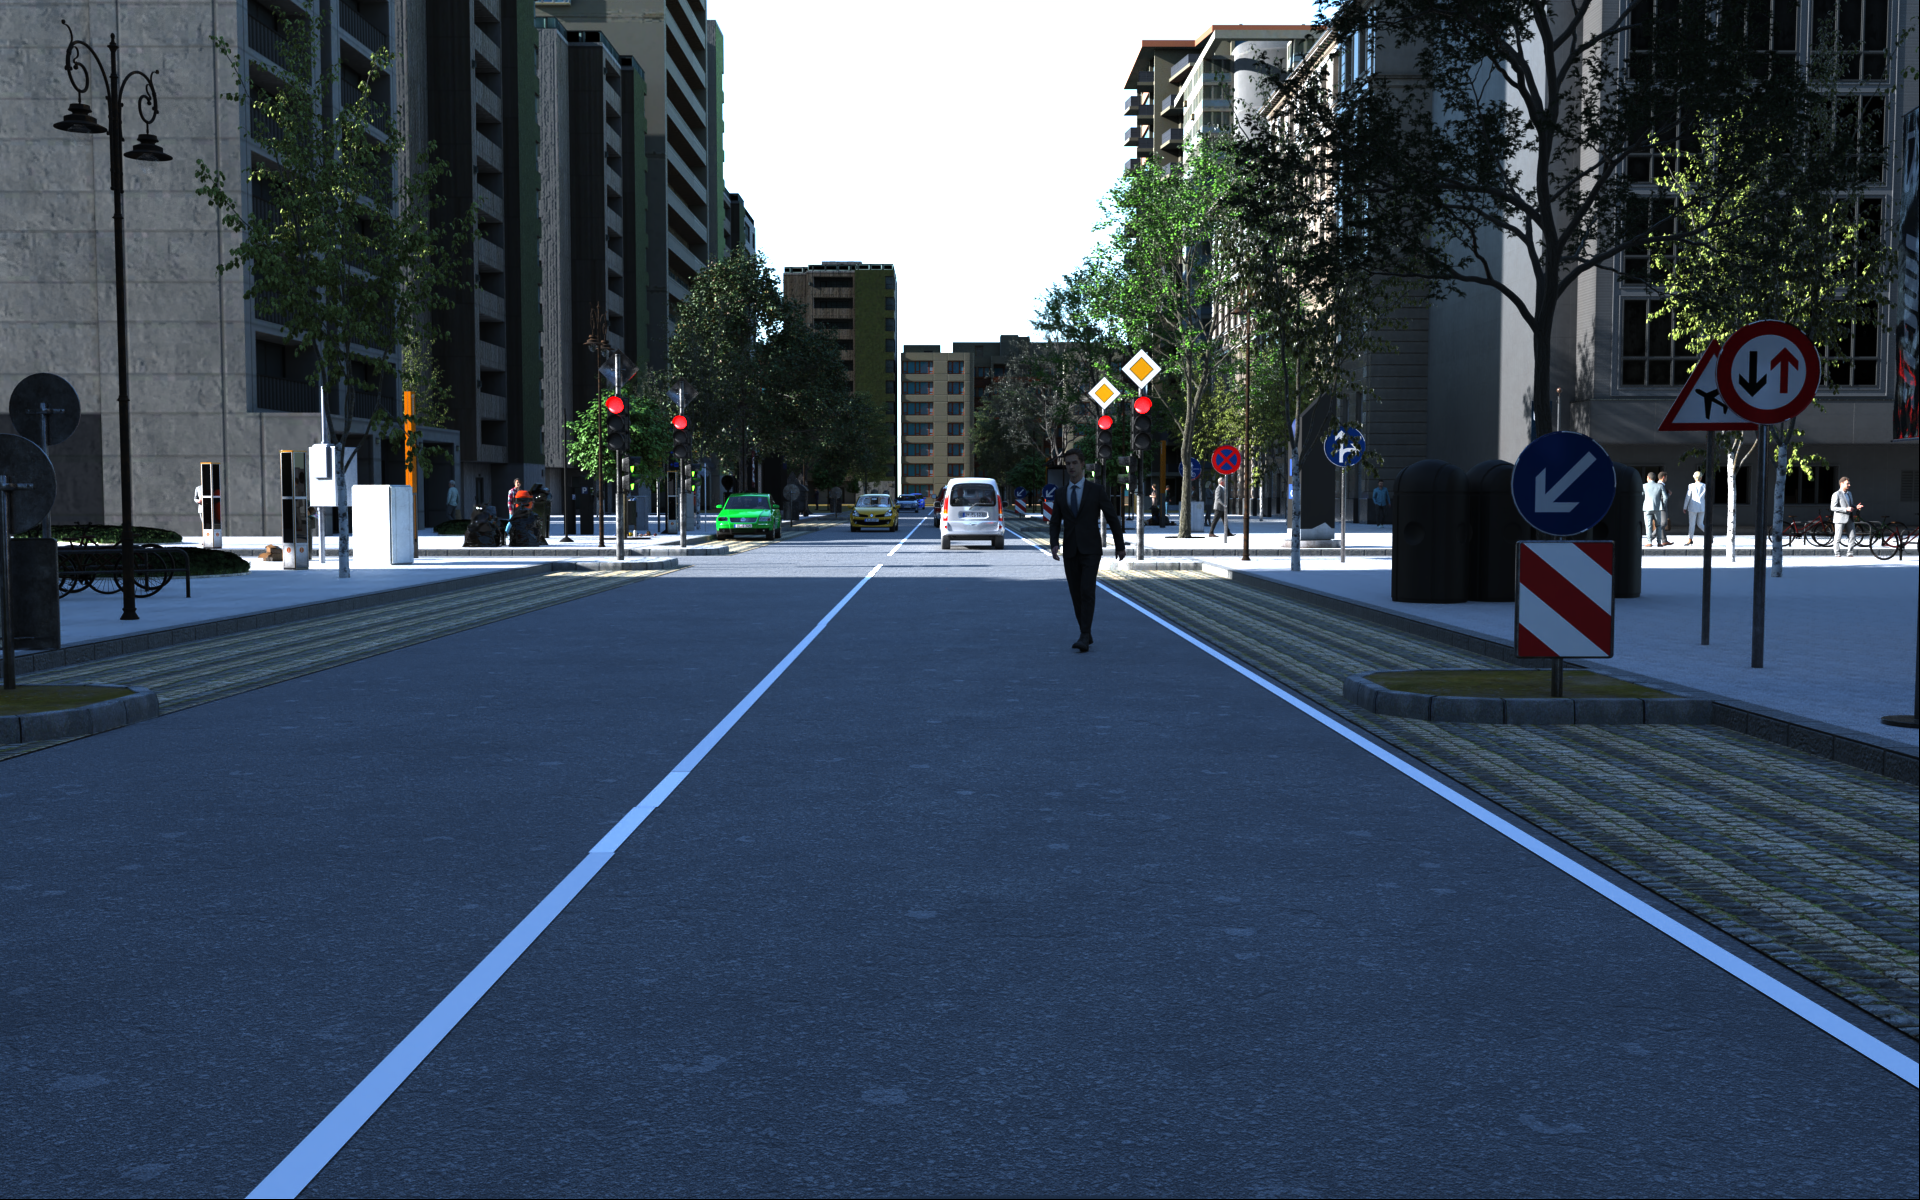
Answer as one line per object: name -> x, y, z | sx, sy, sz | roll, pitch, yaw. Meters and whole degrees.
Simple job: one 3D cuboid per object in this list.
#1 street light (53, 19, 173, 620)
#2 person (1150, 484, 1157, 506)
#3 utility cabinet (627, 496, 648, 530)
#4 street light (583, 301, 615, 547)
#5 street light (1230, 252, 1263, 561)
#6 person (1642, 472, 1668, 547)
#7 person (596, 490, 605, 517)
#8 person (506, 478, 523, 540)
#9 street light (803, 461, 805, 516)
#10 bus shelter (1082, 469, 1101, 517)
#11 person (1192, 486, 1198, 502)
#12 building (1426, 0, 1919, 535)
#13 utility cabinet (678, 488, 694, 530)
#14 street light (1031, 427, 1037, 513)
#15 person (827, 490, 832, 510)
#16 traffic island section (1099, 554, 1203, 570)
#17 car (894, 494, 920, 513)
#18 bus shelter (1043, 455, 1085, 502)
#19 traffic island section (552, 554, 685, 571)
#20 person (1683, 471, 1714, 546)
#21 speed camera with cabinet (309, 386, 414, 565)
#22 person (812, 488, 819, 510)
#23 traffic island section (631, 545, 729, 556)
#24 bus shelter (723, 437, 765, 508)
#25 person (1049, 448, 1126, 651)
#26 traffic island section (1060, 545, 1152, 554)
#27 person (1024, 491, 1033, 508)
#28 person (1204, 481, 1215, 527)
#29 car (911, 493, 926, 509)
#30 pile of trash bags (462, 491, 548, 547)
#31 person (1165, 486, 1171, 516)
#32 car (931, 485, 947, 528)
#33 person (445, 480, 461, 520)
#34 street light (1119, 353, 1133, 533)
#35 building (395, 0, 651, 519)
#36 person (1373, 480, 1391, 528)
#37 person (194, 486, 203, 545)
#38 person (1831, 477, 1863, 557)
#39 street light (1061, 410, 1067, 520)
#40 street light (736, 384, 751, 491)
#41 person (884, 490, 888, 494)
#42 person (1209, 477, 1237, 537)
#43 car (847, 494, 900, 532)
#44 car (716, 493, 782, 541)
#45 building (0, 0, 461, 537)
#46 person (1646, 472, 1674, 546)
street light -> -8.497, -2.737, 17.545 | 0.468, 5.910, 1.993 | 0, 4, 0
person -> 9.427, -4.769, 84.360 | 0.374, 1.781, 0.599 | 1, 4, 9
utility cabinet -> -11.562, -3.067, 61.315 | 1.020, 1.237, 0.306 | 1, 4, 17
street light -> -8.666, -4.216, 41.718 | 0.468, 5.910, 1.993 | 0, 4, 0
street light -> 5.517, -3.697, 33.233 | 0.468, 5.910, 1.993 | 0, 4, 0
person -> 16.818, -2.197, 42.059 | 0.635, 1.810, 0.391 | 0, 4, 4
person -> -19.856, -5.455, 95.788 | 0.519, 1.759, 0.362 | 0, 4, 5
person -> -12.415, -2.538, 48.381 | 0.643, 1.720, 0.563 | 2, 4, 31
street light -> -9.049, -7.813, 100.526 | 0.468, 5.910, 1.993 | 0, 4, 0
bus shelter -> 7.660, -7.161, 94.708 | 2.179, 5.291, 8.768 | 0, 4, 0
person -> 12.933, -5.474, 96.088 | 0.362, 1.759, 0.519 | -2, 4, -33
building -> 29.693, -16.198, 58.346 | 24.014, 27.812, 14.314 | 0, 4, 0
utility cabinet -> -9.619, -3.176, 60.600 | 0.318, 1.500, 1.173 | -2, 4, -28
street light -> 4.966, -8.782, 116.376 | 0.468, 5.910, 1.993 | 0, 4, 0
person -> -10.773, -8.298, 142.499 | 0.721, 1.735, 1.217 | -1, 4, -18
traffic island section -> 3.524, -0.698, 33.698 | 2.009, 0.180, 2.903 | 0, 4, 0
car -> -4.093, -7.447, 133.755 | 2.014, 1.417, 4.499 | 0, 4, -2
bus shelter -> 5.457, -5.928, 90.850 | 2.014, 3.302, 5.546 | 0, 4, 0
traffic island section -> -6.617, -0.695, 33.637 | 2.009, 0.180, 2.903 | 0, 4, 0
person -> 18.270, -2.257, 42.817 | 0.514, 1.842, 0.818 | -2, 4, -24
speed camera with cabinet -> -10.981, -2.288, 31.749 | 2.038, 3.252, 0.660 | 2, 4, 27
person -> -11.636, -8.125, 139.339 | 0.568, 1.767, 0.683 | -1, 4, -14
traffic island section -> -6.669, -1.183, 41.622 | 2.009, 0.180, 2.903 | 0, 4, 0
bus shelter -> -11.788, -7.170, 94.867 | 2.179, 5.291, 8.768 | 0, 4, 0
person -> 1.105, -0.467, 15.906 | 0.659, 1.850, 0.755 | 2, 4, 25
traffic island section -> 3.472, -1.187, 41.683 | 2.009, 0.180, 2.903 | 0, 4, 0
person -> 6.348, -9.292, 157.596 | 0.705, 1.869, 1.348 | -3, 4, -36
person -> 9.930, -3.816, 68.612 | 0.526, 1.800, 0.537 | 2, 4, 27
car -> -4.142, -9.345, 162.389 | 1.945, 1.707, 3.694 | 0, 4, -2
pile of trash bags -> -11.223, -2.053, 43.322 | 1.912, 1.369, 3.447 | 0, 4, -2
person -> 12.073, -5.799, 101.212 | 0.721, 1.781, 0.623 | -1, 4, -11
car -> -0.089, -4.079, 75.369 | 2.281, 1.827, 5.304 | 0, 4, -2
person -> -17.645, -3.297, 60.439 | 0.515, 1.767, 0.782 | 1, 4, 10
street light -> 5.372, -5.142, 56.865 | 0.468, 5.910, 1.993 | 0, 4, 0
building -> -27.778, -20.623, 108.894 | 14.160, 30.474, 14.107 | 0, 4, 0
person -> 15.932, -3.637, 65.533 | 0.660, 1.820, 0.620 | 0, 4, -6
person -> -18.975, -2.283, 43.570 | 0.606, 1.804, 0.583 | -1, 4, -10
person -> 19.055, -1.743, 37.205 | 0.606, 1.804, 0.583 | -2, 4, -28
street light -> 5.191, -6.963, 86.626 | 0.468, 5.910, 1.993 | 0, 4, 0
street light -> -8.893, -6.014, 71.122 | 0.468, 5.910, 1.993 | 0, 4, 0
person -> -6.320, -8.404, 146.580 | 0.621, 1.740, 0.551 | 2, 4, 33
person -> 7.853, -2.770, 51.722 | 0.834, 1.777, 0.661 | 0, 4, 5
car -> -3.284, -3.452, 66.661 | 2.015, 1.641, 3.980 | 0, 4, 1
car -> -6.612, -2.793, 54.462 | 1.959, 1.807, 4.718 | 0, 4, -2
building -> -29.463, -38.043, 60.261 | 20.563, 71.187, 20.611 | 0, 4, 0
person -> 17.272, -2.248, 42.755 | 0.822, 1.834, 0.622 | 0, 4, -7
